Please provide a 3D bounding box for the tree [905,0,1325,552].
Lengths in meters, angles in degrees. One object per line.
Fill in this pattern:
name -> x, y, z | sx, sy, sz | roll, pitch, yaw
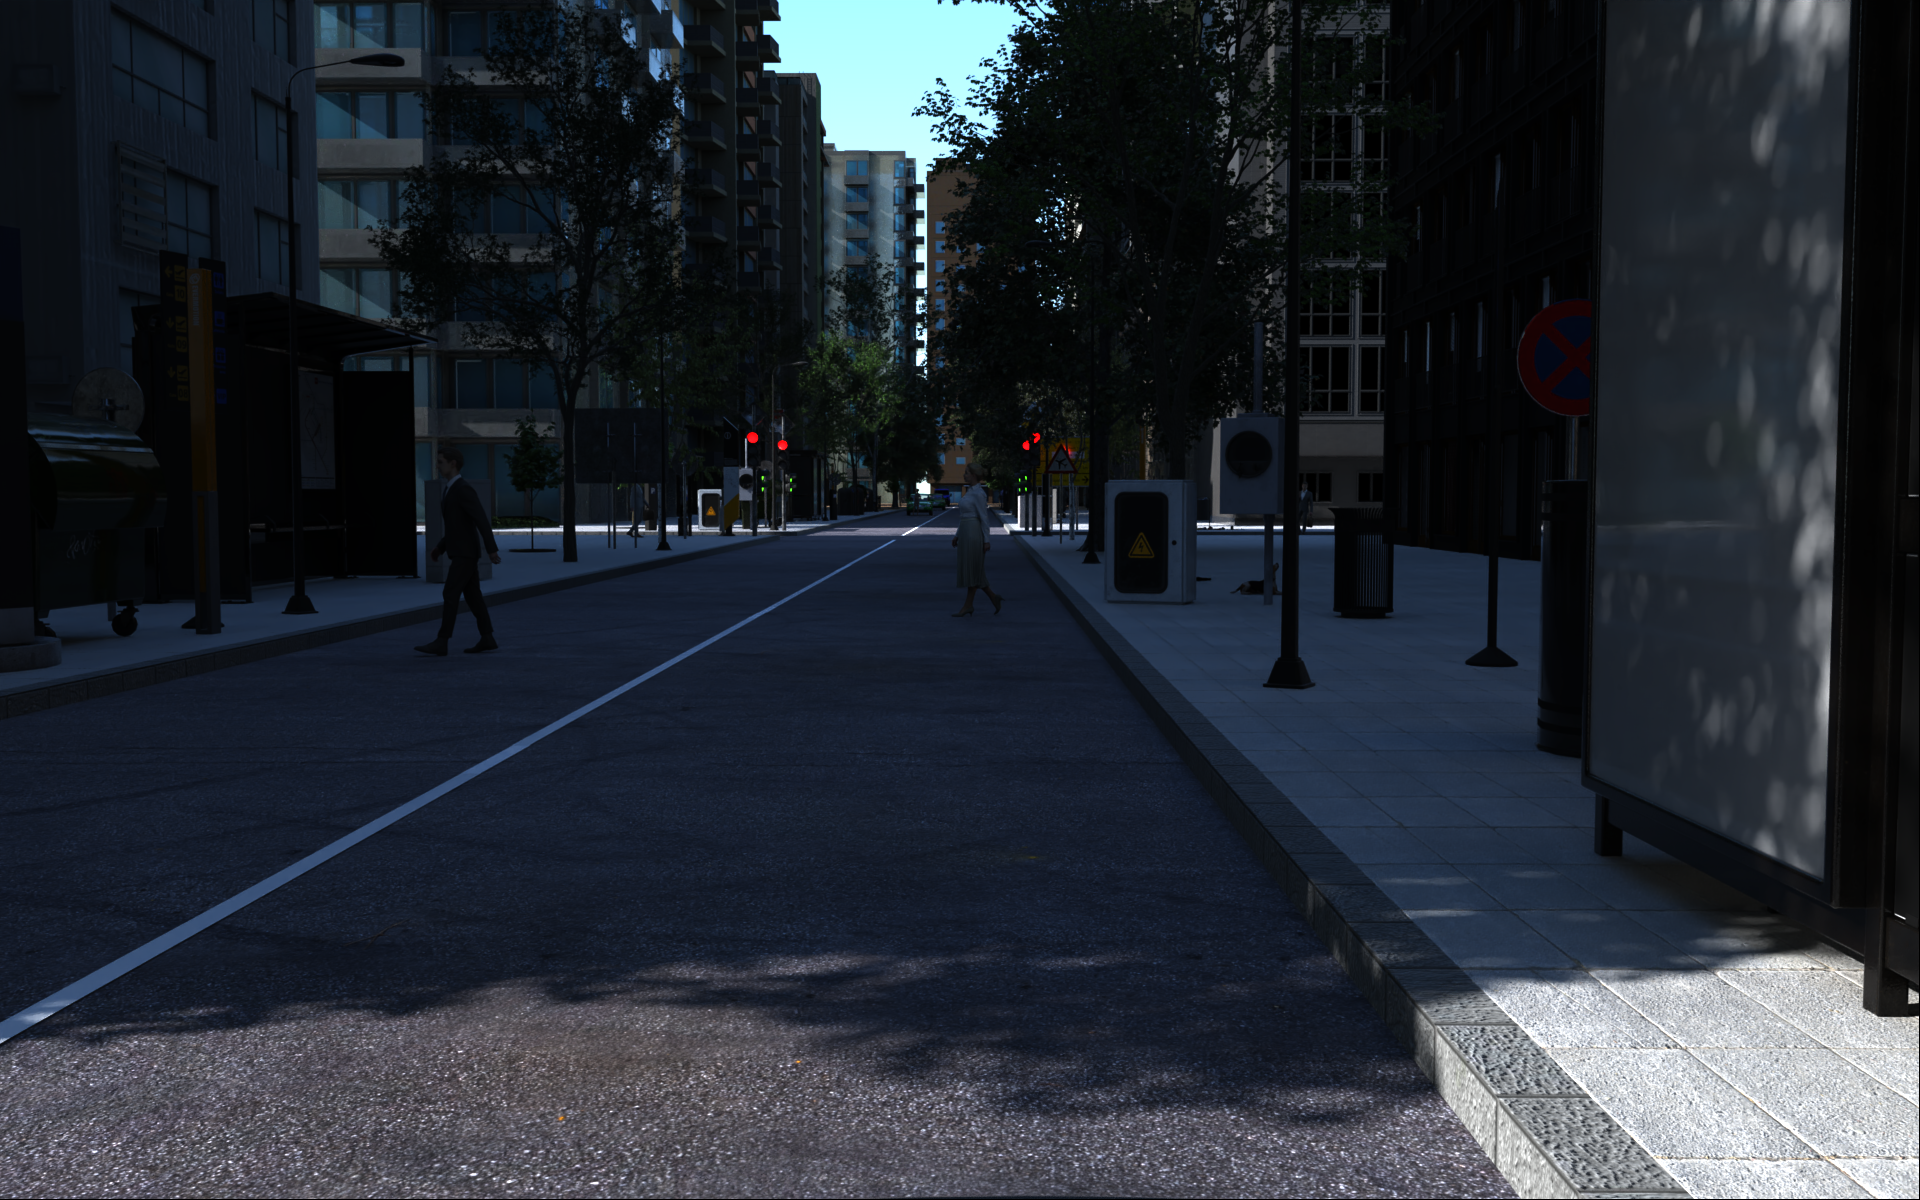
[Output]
tree -> 3.273, -7.437, 38.598 | 9.611, 12.733, 9.660 | 0, 3, 0

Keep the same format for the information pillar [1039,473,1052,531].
information pillar -> 3.043, -3.437, 60.689 | 0.304, 2.012, 0.304 | 1, 4, 19

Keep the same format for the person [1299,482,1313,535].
person -> 11.131, -2.913, 56.096 | 0.622, 1.834, 0.822 | 1, 4, 18

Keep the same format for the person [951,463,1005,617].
person -> 0.213, -0.707, 20.287 | 0.641, 1.798, 0.478 | 0, 4, -7

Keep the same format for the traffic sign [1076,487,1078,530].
traffic sign -> 4.174, -3.768, 61.708 | 0.768, 2.556, 0.104 | 0, 4, 3

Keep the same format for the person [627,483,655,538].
person -> -9.488, -2.751, 51.145 | 0.853, 1.813, 0.709 | 0, 4, 7

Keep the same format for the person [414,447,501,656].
person -> -4.511, -0.438, 15.447 | 0.755, 1.850, 0.659 | -2, 4, -24

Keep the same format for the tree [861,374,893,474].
tree -> -7.711, -8.556, 74.298 | 8.767, 10.594, 7.601 | 0, 4, -8

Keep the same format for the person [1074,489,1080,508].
person -> 10.769, -9.355, 159.720 | 0.721, 1.743, 1.217 | 1, 4, 20

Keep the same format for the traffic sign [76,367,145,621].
traffic sign -> -8.570, -1.059, 17.428 | 0.768, 2.556, 0.104 | 0, 4, 5

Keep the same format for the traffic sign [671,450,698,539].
traffic sign -> -7.846, -3.012, 49.355 | 0.768, 2.556, 0.104 | 0, 4, 3

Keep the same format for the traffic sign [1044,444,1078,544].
traffic sign -> 2.606, -2.732, 44.674 | 0.884, 2.594, 0.081 | 0, 4, 5

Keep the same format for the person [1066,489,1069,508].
person -> 9.798, -9.172, 156.785 | 0.721, 1.735, 1.217 | 0, 4, -1

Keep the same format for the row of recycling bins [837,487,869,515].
row of recycling bins -> -6.690, -6.009, 105.356 | 1.069, 1.692, 3.534 | 1, 4, 13

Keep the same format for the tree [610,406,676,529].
tree -> -12.251, -4.961, 64.829 | 4.285, 4.588, 4.351 | 0, 3, 0

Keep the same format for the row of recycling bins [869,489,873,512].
row of recycling bins -> -7.139, -7.164, 124.244 | 1.069, 1.692, 3.534 | 1, 4, 17

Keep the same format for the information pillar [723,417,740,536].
information pillar -> -6.967, -3.752, 52.693 | 0.504, 3.616, 0.183 | 1, 4, 12

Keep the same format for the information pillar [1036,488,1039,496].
information pillar -> 3.763, -4.851, 83.805 | 0.304, 2.012, 0.304 | -3, 4, -38

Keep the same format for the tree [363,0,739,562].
tree -> -7.552, -5.982, 32.213 | 8.767, 10.594, 7.601 | 2, 4, 24

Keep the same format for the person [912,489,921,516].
person -> -2.845, -6.331, 112.357 | 0.599, 1.781, 0.374 | 2, 4, 34

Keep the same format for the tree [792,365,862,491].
tree -> -7.334, -8.967, 96.966 | 4.737, 8.622, 4.395 | 0, 3, 0

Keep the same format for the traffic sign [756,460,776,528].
traffic sign -> -7.330, -3.988, 65.305 | 0.768, 2.556, 0.104 | 1, 4, 10

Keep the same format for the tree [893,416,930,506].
tree -> -6.458, -14.962, 179.040 | 7.601, 10.594, 8.767 | 3, 4, 38

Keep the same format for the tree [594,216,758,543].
tree -> -7.681, -5.784, 44.938 | 4.737, 8.622, 4.395 | 0, 3, 0

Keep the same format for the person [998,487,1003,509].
person -> 3.473, -8.414, 143.482 | 0.709, 1.838, 0.599 | -3, 5, -39

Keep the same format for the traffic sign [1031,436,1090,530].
traffic sign -> 3.570, -4.114, 61.132 | 2.265, 3.308, 0.079 | 0, 4, 7

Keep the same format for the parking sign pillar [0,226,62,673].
parking sign pillar -> -7.467, -1.483, 12.713 | 1.447, 3.967, 1.447 | 2, 4, 26

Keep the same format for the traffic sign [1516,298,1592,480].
traffic sign -> 4.017, -0.689, 11.378 | 0.768, 2.556, 0.104 | 0, 4, 3

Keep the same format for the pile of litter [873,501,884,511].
pile of litter -> -6.243, -7.099, 130.034 | 1.176, 0.858, 1.719 | 1, 4, 13

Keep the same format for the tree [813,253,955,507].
tree -> -5.747, -17.012, 134.040 | 12.611, 20.169, 13.585 | 0, 3, 0

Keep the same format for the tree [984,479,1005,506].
tree -> 4.214, -12.142, 182.231 | 4.285, 4.588, 4.351 | 0, 3, 0

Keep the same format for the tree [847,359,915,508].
tree -> -6.158, -15.749, 164.144 | 9.857, 13.997, 8.962 | 0, 3, 0

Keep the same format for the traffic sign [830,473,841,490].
traffic sign -> -7.377, -6.244, 102.187 | 0.768, 2.556, 0.104 | 0, 4, 2

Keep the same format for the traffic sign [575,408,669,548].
traffic sign -> -8.020, -2.886, 41.059 | 2.265, 3.308, 0.079 | 0, 4, 5

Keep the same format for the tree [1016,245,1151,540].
tree -> 3.005, -5.974, 48.034 | 4.360, 8.622, 3.978 | 0, 3, 0

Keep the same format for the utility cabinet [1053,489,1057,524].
utility cabinet -> 3.952, -4.019, 74.383 | 0.318, 1.500, 1.173 | 0, 4, 0

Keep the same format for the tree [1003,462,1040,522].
tree -> 3.258, -5.270, 80.771 | 1.663, 3.219, 1.824 | 0, 3, 0

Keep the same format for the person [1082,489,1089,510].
person -> 10.350, -8.059, 138.523 | 1.217, 1.735, 0.721 | 0, 4, 5

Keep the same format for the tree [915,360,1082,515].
tree -> 3.613, -12.206, 106.229 | 9.857, 13.997, 8.962 | 0, 3, 0

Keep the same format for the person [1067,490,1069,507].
person -> 10.761, -10.087, 171.686 | 0.721, 1.743, 1.217 | -3, 5, -45

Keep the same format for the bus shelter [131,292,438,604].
bus shelter -> -8.800, -1.956, 23.269 | 1.731, 3.624, 6.357 | 0, 4, 1

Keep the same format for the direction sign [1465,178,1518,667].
direction sign -> 3.994, -1.279, 12.906 | 0.379, 3.537, 0.876 | 1, 4, 16

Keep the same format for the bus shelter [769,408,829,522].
bus shelter -> -7.802, -6.480, 83.572 | 2.179, 5.291, 8.768 | 0, 4, 1

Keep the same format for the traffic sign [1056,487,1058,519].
traffic sign -> 5.094, -5.545, 90.768 | 0.768, 2.556, 0.104 | 1, 4, 10

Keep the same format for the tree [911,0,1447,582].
tree -> 3.124, -6.083, 25.210 | 9.928, 11.665, 9.643 | 0, 3, 0

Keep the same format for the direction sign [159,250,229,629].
direction sign -> -7.282, -1.502, 16.553 | 0.379, 3.537, 0.876 | 1, 4, 15

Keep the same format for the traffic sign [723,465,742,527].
traffic sign -> -8.984, -4.175, 68.371 | 0.768, 2.556, 0.104 | 0, 4, 1

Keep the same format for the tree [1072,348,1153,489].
tree -> 8.396, -8.479, 88.999 | 4.737, 8.622, 4.395 | 0, 3, 0

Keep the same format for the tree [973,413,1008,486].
tree -> 5.126, -14.980, 163.053 | 7.486, 12.596, 7.792 | 0, 3, 0

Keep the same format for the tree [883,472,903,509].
tree -> -5.728, -9.495, 149.849 | 1.663, 3.219, 1.824 | 0, 3, 0

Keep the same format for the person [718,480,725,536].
person -> -7.242, -2.870, 53.515 | 0.362, 1.759, 0.519 | 3, 5, 43

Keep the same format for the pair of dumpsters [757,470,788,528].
pair of dumpsters -> -7.715, -4.001, 67.914 | 1.574, 2.255, 4.437 | 0, 4, 1

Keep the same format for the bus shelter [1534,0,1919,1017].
bus shelter -> 3.048, -1.648, 4.579 | 2.179, 5.291, 8.768 | 0, 4, 1

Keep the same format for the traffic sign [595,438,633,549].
traffic sign -> -8.040, -2.462, 40.259 | 0.884, 2.594, 0.081 | 0, 4, 3

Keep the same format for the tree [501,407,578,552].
tree -> -9.506, -2.675, 38.331 | 1.663, 3.219, 1.824 | 0, 3, 0
